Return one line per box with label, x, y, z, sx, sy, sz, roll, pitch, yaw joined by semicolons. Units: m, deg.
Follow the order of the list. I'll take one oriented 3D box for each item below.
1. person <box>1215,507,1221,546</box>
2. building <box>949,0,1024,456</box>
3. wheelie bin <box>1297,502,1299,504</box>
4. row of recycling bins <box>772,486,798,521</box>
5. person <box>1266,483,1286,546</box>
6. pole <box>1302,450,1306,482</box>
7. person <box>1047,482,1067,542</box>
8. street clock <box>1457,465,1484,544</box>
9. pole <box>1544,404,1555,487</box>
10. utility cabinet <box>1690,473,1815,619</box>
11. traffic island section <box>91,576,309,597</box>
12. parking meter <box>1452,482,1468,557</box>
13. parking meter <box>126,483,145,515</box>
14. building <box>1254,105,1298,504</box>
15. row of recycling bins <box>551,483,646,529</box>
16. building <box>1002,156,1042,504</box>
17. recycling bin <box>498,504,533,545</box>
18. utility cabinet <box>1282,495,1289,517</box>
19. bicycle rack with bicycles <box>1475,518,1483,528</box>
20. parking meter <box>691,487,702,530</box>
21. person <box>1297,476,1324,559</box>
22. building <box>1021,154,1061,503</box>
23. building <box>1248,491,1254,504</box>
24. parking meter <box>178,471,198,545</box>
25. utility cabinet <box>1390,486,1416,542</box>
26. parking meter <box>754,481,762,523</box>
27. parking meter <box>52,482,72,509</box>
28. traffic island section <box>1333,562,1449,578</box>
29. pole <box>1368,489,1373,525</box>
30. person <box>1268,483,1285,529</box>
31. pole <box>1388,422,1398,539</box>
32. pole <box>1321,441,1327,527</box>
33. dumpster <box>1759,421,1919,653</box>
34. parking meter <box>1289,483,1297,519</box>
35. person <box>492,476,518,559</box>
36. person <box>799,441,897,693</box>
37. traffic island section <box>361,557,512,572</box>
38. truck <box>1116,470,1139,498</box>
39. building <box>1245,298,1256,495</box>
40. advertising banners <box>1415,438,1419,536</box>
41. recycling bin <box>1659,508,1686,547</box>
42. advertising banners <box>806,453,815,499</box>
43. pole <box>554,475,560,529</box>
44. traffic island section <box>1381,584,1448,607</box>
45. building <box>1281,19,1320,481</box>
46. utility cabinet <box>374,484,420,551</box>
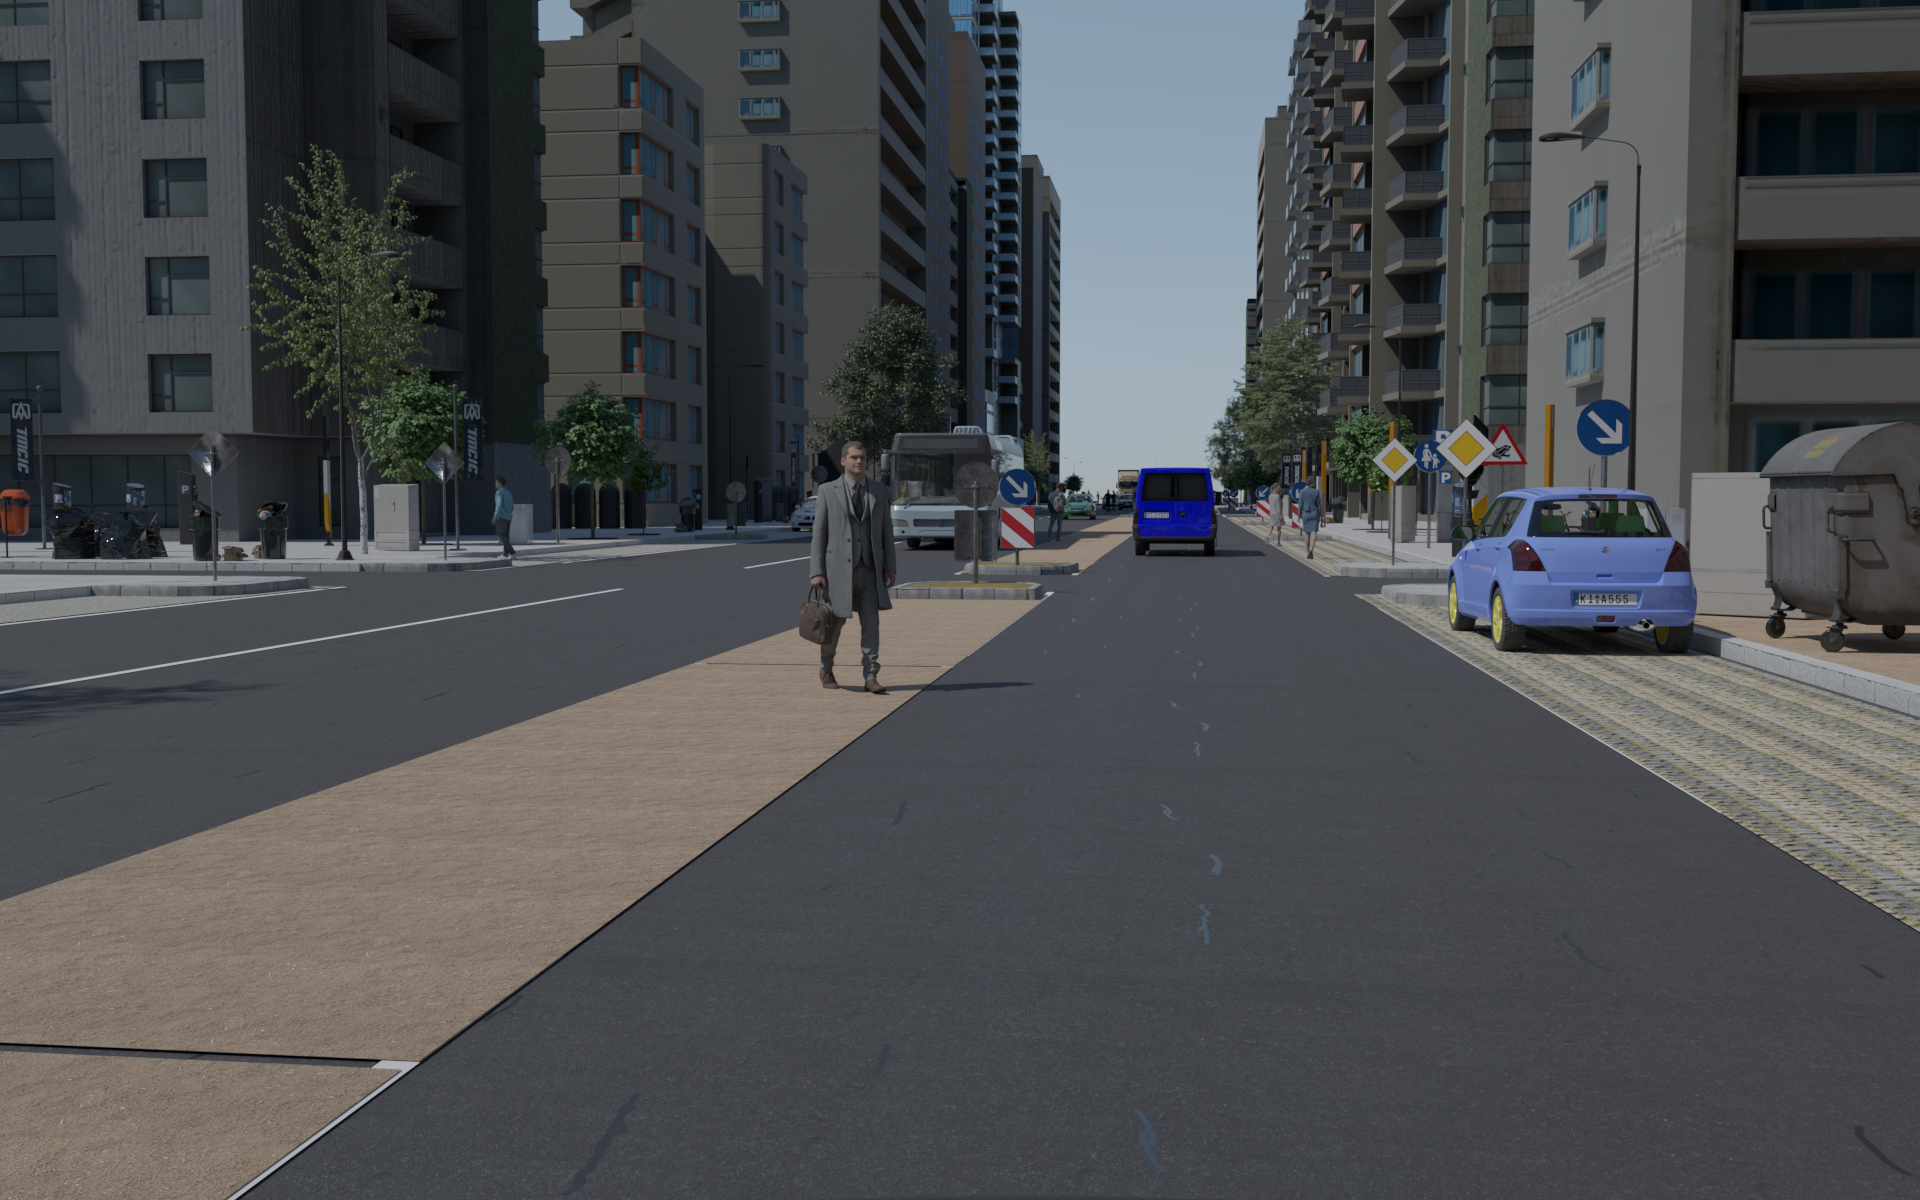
person;6.951;-2.128;47.569;0.425;1.301;0.394;0;4;7
building;-2.894;-54.835;209.224;22.319;86.520;31.000;0;4;7
wheelie bin;17.438;-4.887;87.805;0.693;1.594;0.980;1;4;23
row of recycling bins;-8.779;-4.786;85.362;1.069;1.692;3.534;1;4;14
person;8.563;-2.310;47.022;0.466;1.731;0.760;2;4;33
pole;15.999;-5.302;80.523;0.158;3.312;0.155;0;3;0
person;2.908;-2.634;51.912;0.623;1.781;0.721;1;4;14
street clock;9.663;-1.728;32.825;0.471;2.002;0.358;1;4;10
pole;13.409;-2.789;39.445;0.158;3.312;0.155;0;3;0
utility cabinet;8.254;-0.572;18.026;1.173;1.500;0.318;3;5;43
traffic island section;-10.982;-0.196;25.493;2.009;0.180;2.903;0;4;7
parking meter;10.212;-1.642;35.252;0.372;1.533;0.369;0;3;0
parking meter;-18.252;-1.833;38.385;0.372;1.533;0.369;0;3;0
building;47.393;-35.959;211.625;21.300;48.544;21.600;0;4;7
row of recycling bins;-13.442;-3.503;64.382;3.534;1.692;1.069;0;4;-5
building;3.537;-35.614;232.392;14.600;45.320;14.200;0;4;7
recycling bin;-11.205;-1.904;43.679;0.722;1.027;0.722;0;4;0
utility cabinet;18.676;-5.356;98.726;0.306;1.237;1.020;-1;4;-8
bicycle rack with bicycles;12.193;-1.450;37.091;2.925;0.926;2.852;-1;4;-10
parking meter;-9.337;-3.246;61.489;0.372;1.533;0.369;0;3;0
person;7.662;-1.801;37.972;0.581;1.822;0.654;2;4;25
building;3.149;-38.377;251.165;21.300;48.544;21.600;0;4;7
building;55.582;-33.143;233.761;32.217;40.220;23.993;0;4;7
parking meter;-19.560;-2.335;43.894;0.399;1.863;0.255;0;4;-1
utility cabinet;11.719;-2.272;45.822;0.318;1.500;1.173;2;4;32
parking meter;-9.029;-4.389;77.473;0.255;1.863;0.399;1;4;23
parking meter;-19.398;-1.777;37.458;0.372;1.533;0.369;0;3;0
traffic island section;7.794;-0.539;31.093;2.009;0.180;2.903;0;4;7
pole;17.288;-4.831;72.836;0.158;3.312;0.155;0;3;0
person;13.048;-3.877;71.244;0.474;1.900;0.648;-3;5;-42
pole;12.300;-3.387;49.215;0.158;3.312;0.155;0;3;0
pole;13.987;-4.450;66.600;0.158;3.312;0.155;0;3;0
dumpster;7.662;-0.540;14.584;1.264;1.857;1.865;0;4;8
parking meter;19.381;-5.809;100.694;0.399;1.863;0.255;3;5;40
person;-9.916;-1.792;37.816;0.620;1.820;0.660;0;4;8
person;-0.784;-0.239;12.510;0.694;1.812;0.767;-1;4;-21
traffic island section;-9.945;-0.681;33.411;2.009;0.180;2.903;0;4;7
truck;19.560;-12.966;200.903;2.839;4.237;11.283;0;4;6
building;48.845;-29.505;254.113;14.160;30.474;14.107;0;4;7
advertising banners;14.237;-3.535;53.988;0.090;3.025;2.074;1;4;18
recycling bin;12.280;-1.094;30.448;0.722;1.027;0.722;0;4;4
advertising banners;-6.439;-4.800;74.669;0.090;3.025;2.074;-1;4;-14
pole;-14.777;-4.259;63.480;0.158;3.312;0.155;0;3;0
traffic island section;6.758;-0.055;23.175;2.009;0.180;2.903;0;4;7
building;41.824;-33.059;160.116;23.786;49.044;30.456;0;4;7
utility cabinet;-12.705;-1.856;39.022;1.173;1.500;0.318;2;4;33
